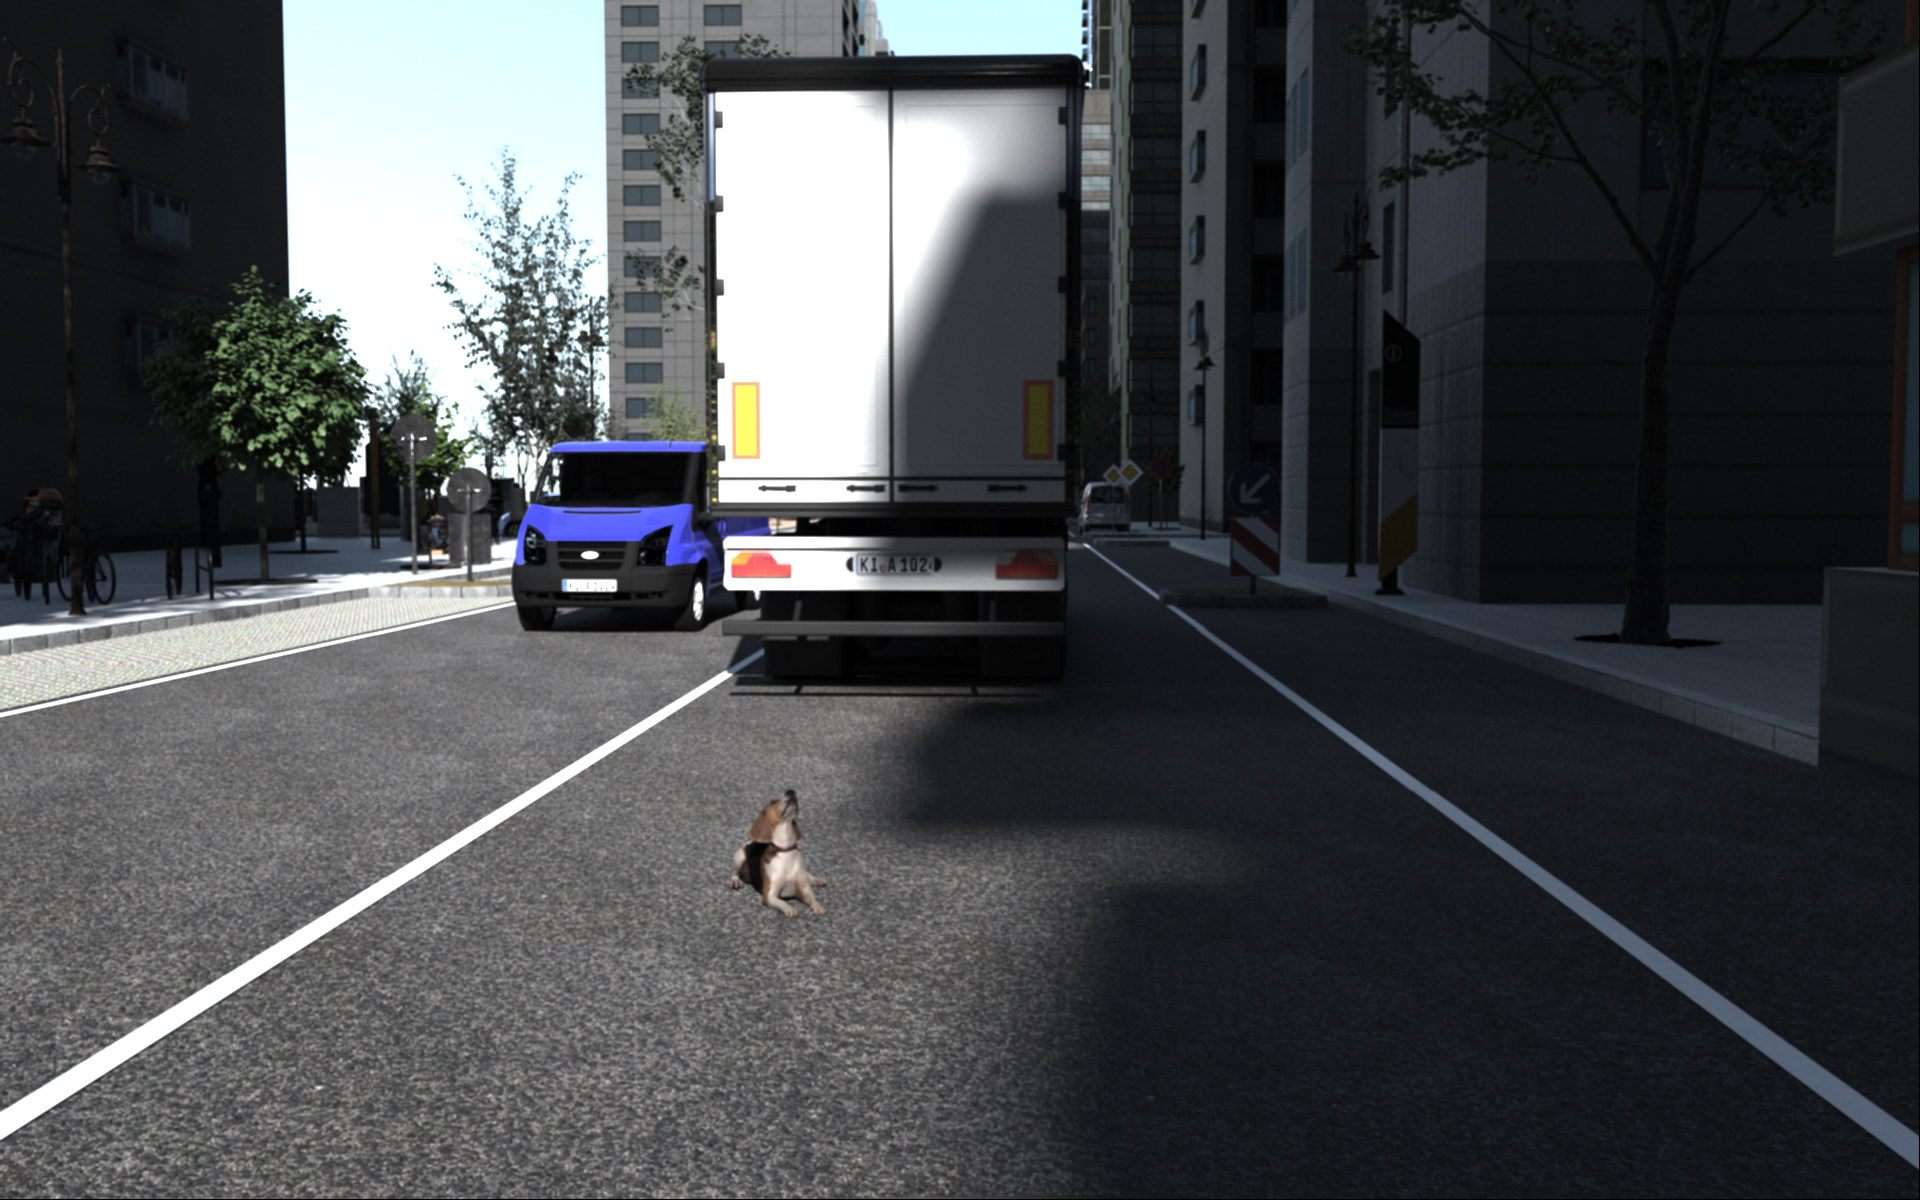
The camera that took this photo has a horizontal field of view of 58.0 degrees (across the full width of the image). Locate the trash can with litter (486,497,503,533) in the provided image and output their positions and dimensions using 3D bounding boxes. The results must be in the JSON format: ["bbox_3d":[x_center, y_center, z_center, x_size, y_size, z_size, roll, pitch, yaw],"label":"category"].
[{"bbox_3d":[-15.488,-2.804,57.227,0.624,1.170,1.055,-2,4,-31],"label":"trash can with litter"}]

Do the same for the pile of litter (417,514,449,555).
[{"bbox_3d":[-10.922,-1.408,36.987,1.176,0.858,1.719,3,5,39],"label":"pile of litter"}]

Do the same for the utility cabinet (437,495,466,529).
[{"bbox_3d":[-18.763,-3.228,63.944,1.020,1.237,0.306,1,4,14],"label":"utility cabinet"}]

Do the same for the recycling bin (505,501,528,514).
[{"bbox_3d":[-15.806,-3.011,61.779,0.722,1.027,0.722,0,4,-5],"label":"recycling bin"}]

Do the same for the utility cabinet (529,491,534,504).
[{"bbox_3d":[-28.943,-6.741,118.901,1.173,1.500,0.318,-1,4,-20],"label":"utility cabinet"}]

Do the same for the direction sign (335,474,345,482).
[{"bbox_3d":[-40.100,-7.336,111.932,0.379,3.537,0.876,2,4,28],"label":"direction sign"}]

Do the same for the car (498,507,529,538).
[{"bbox_3d":[-12.231,-2.646,52.854,3.694,1.707,1.945,0,4,3],"label":"car"}]

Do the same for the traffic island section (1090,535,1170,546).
[{"bbox_3d":[4.817,-1.634,48.998,2.009,0.180,2.903,0,4,2],"label":"traffic island section"}]

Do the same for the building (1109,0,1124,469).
[{"bbox_3d":[24.267,-32.274,116.918,28.713,52.752,27.495,0,4,2],"label":"building"}]

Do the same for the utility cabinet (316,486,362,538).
[{"bbox_3d":[-17.974,-2.537,50.155,1.173,1.500,0.318,0,4,-4],"label":"utility cabinet"}]

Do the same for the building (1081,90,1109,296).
[{"bbox_3d":[19.117,-30.268,178.477,14.154,41.232,14.086,0,4,2],"label":"building"}]

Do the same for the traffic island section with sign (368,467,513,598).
[{"bbox_3d":[-7.119,-0.981,24.674,1.989,1.847,2.006,0,4,2],"label":"traffic island section with sign"}]

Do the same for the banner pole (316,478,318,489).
[{"bbox_3d":[-46.990,-8.403,127.410,0.863,3.779,0.401,0,4,4],"label":"banner pole"}]

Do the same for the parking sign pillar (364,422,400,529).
[{"bbox_3d":[-21.550,-4.666,64.760,1.447,3.967,1.447,1,4,17],"label":"parking sign pillar"}]

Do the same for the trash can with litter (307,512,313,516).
[{"bbox_3d":[-37.132,-5.406,99.773,1.055,1.170,0.624,1,4,8],"label":"trash can with litter"}]

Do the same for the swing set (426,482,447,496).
[{"bbox_3d":[-34.394,-7.294,116.881,2.862,2.851,3.119,1,4,16],"label":"swing set"}]

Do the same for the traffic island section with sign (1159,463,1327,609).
[{"bbox_3d":[3.639,-0.857,22.643,1.989,1.847,2.006,0,4,2],"label":"traffic island section with sign"}]

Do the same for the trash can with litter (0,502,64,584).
[{"bbox_3d":[-13.533,-0.830,24.950,1.055,1.170,0.624,-3,4,-37],"label":"trash can with litter"}]

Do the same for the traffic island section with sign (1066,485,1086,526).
[{"bbox_3d":[5.484,-4.346,79.686,1.989,1.847,2.006,0,4,2],"label":"traffic island section with sign"}]

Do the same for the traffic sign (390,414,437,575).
[{"bbox_3d":[-8.690,-1.677,27.525,0.768,2.556,0.104,0,4,5],"label":"traffic sign"}]

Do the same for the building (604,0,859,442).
[{"bbox_3d":[-16.632,-43.049,142.108,20.563,71.187,20.611,0,4,2],"label":"building"}]

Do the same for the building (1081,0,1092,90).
[{"bbox_3d":[25.379,-57.447,251.933,22.319,86.520,31.000,0,4,2],"label":"building"}]

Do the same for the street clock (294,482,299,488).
[{"bbox_3d":[-39.299,-5.976,102.279,0.358,2.002,0.471,3,4,38],"label":"street clock"}]

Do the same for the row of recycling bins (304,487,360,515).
[{"bbox_3d":[-37.954,-5.982,104.917,3.534,1.692,1.069,-2,4,-30],"label":"row of recycling bins"}]

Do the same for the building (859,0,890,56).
[{"bbox_3d":[-17.452,-33.560,168.309,23.786,49.044,30.456,0,4,2],"label":"building"}]

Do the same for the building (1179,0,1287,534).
[{"bbox_3d":[19.371,-26.996,65.080,21.600,48.544,21.300,0,4,2],"label":"building"}]

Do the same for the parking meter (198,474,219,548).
[{"bbox_3d":[-17.476,-2.114,40.273,0.399,1.863,0.255,-3,4,-37],"label":"parking meter"}]

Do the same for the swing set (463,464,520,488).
[{"bbox_3d":[-24.688,-5.755,91.716,3.119,2.851,2.862,-1,4,-9],"label":"swing set"}]

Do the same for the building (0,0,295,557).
[{"bbox_3d":[-28.888,-25.173,35.276,21.600,48.544,21.300,0,4,2],"label":"building"}]

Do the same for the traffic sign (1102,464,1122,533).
[{"bbox_3d":[5.051,-3.258,56.903,0.795,2.450,0.064,0,4,2],"label":"traffic sign"}]

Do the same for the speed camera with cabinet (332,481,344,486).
[{"bbox_3d":[-41.835,-7.575,118.192,2.038,3.252,0.660,1,4,11],"label":"speed camera with cabinet"}]

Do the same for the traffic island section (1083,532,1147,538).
[{"bbox_3d":[5.075,-2.122,56.979,2.009,0.180,2.903,0,4,2],"label":"traffic island section"}]

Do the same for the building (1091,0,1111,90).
[{"bbox_3d":[23.167,-46.270,194.764,20.563,71.187,20.611,0,4,2],"label":"building"}]

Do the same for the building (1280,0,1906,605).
[{"bbox_3d":[16.985,-29.971,32.033,21.231,58.520,28.212,0,4,2],"label":"building"}]

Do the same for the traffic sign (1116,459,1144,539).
[{"bbox_3d":[4.793,-2.769,48.922,0.795,2.450,0.064,0,4,2],"label":"traffic sign"}]

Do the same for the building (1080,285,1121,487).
[{"bbox_3d":[24.605,-19.107,157.439,27.650,21.520,28.899,0,4,2],"label":"building"}]

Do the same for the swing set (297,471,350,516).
[{"bbox_3d":[-24.580,-4.142,65.347,3.119,2.851,2.862,1,4,13],"label":"swing set"}]

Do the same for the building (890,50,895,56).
[{"bbox_3d":[-15.491,-34.896,194.254,21.300,48.544,21.600,0,4,2],"label":"building"}]

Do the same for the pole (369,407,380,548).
[{"bbox_3d":[-13.813,-2.874,40.839,0.158,3.312,0.155,0,3,0],"label":"pole"}]

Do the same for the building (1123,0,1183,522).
[{"bbox_3d":[14.981,-24.575,85.402,14.154,41.232,14.086,0,4,2],"label":"building"}]

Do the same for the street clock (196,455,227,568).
[{"bbox_3d":[-13.033,-1.569,30.230,0.471,2.002,0.358,-1,4,-9],"label":"street clock"}]

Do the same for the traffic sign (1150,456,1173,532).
[{"bbox_3d":[6.826,-3.584,58.710,0.768,2.556,0.104,0,4,8],"label":"traffic sign"}]
